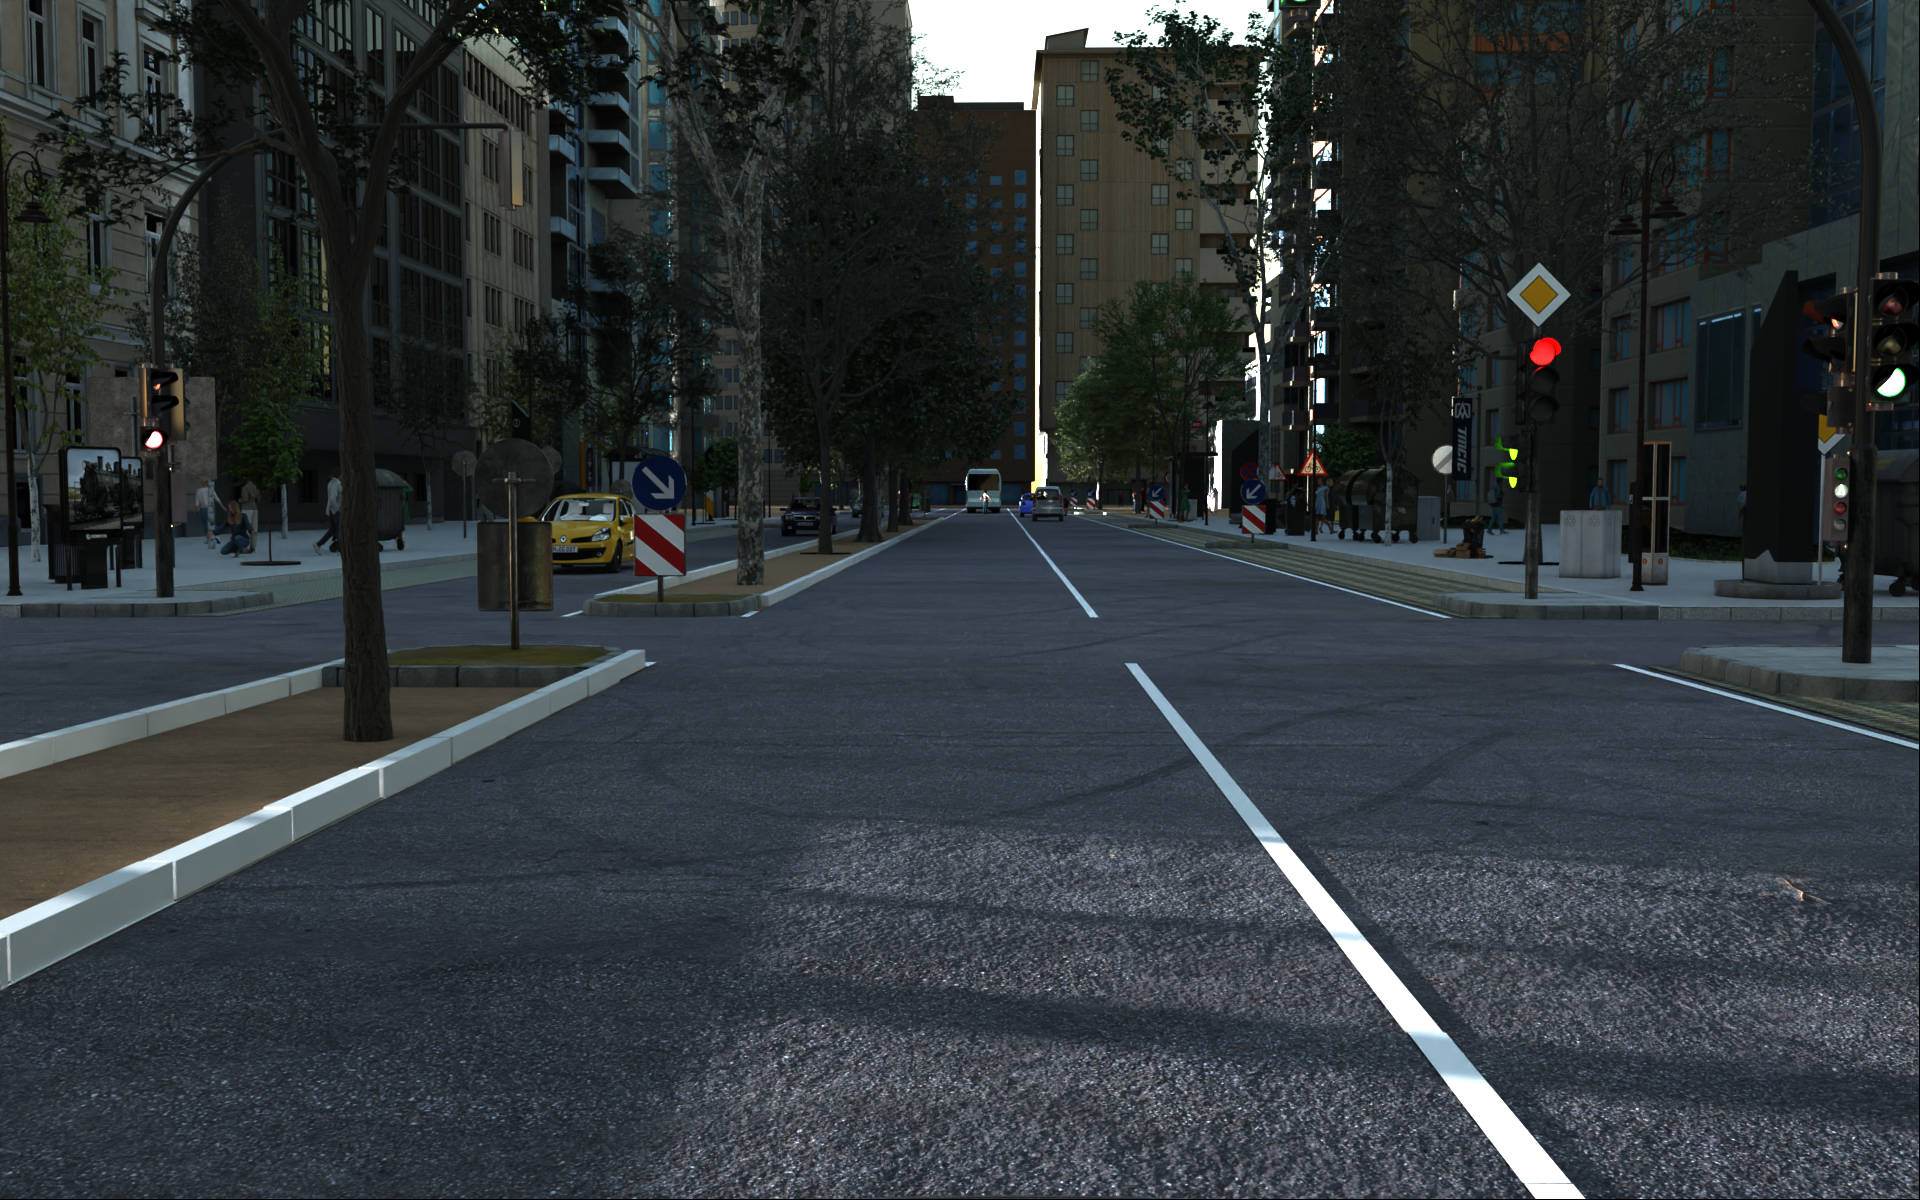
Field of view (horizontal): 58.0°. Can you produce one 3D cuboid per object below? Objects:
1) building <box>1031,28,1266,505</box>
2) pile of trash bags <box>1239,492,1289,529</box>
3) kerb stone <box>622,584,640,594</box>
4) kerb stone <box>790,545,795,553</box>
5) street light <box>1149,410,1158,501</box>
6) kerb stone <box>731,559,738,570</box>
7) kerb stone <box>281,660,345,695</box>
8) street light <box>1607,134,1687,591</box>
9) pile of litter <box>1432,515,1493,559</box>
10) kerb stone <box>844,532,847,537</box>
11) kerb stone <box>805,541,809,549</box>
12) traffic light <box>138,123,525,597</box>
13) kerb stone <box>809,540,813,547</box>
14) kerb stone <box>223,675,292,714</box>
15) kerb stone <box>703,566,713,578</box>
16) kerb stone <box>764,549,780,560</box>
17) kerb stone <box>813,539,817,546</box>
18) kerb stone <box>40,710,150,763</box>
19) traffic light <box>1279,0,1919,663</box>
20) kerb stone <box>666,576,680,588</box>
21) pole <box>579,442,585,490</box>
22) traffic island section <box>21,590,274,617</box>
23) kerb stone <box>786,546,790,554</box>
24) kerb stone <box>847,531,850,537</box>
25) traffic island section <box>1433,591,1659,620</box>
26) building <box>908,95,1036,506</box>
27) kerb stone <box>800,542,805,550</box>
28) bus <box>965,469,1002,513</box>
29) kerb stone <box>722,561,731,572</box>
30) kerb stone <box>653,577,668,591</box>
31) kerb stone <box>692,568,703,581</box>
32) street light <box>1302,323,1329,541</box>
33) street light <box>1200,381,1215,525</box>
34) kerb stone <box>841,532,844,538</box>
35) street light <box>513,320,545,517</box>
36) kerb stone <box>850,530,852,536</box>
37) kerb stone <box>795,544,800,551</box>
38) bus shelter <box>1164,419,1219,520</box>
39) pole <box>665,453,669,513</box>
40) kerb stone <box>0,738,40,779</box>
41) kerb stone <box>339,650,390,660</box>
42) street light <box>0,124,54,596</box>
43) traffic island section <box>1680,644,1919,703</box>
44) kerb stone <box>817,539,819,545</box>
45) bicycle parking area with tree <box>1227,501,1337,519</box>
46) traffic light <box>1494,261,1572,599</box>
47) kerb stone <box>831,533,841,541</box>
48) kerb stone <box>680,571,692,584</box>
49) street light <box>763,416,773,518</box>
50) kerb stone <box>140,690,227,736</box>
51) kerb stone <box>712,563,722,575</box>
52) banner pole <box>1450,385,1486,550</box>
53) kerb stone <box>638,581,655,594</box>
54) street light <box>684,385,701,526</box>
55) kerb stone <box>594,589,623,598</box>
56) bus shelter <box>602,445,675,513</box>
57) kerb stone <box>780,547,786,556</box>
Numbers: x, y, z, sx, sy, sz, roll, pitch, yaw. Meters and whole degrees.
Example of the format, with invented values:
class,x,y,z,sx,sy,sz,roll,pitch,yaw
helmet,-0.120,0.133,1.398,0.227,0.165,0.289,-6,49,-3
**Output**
class,x,y,z,sx,sy,sz,roll,pitch,yaw
building,22.401,-37.670,205.147,27.495,52.752,28.713,0,4,1
pile of trash bags,11.987,-3.416,65.611,1.912,1.369,3.447,2,4,33
kerb stone,-4.545,-0.079,23.528,0.120,0.150,1.000,0,4,1
kerb stone,-4.171,-1.210,41.979,0.120,0.150,1.000,0,4,1
street light,10.645,-7.498,95.386,0.468,5.910,1.993,0,4,1
kerb stone,-4.359,-0.644,32.758,0.120,0.150,1.000,0,4,1
kerb stone,-4.768,0.582,12.728,0.120,0.150,1.000,0,4,1
street light,8.975,-3.058,22.784,0.468,5.910,1.993,0,4,1
pile of litter,10.156,-1.287,35.004,1.176,0.858,1.719,1,4,12
kerb stone,-3.869,-2.087,56.313,0.120,0.150,1.000,0,4,1
kerb stone,-4.102,-1.391,45.050,0.120,0.150,1.000,0,4,1
traffic light,-7.785,-2.860,21.430,4.771,5.953,1.251,0,4,1
kerb stone,-4.082,-1.460,46.071,0.120,0.150,1.000,0,4,1
kerb stone,-4.799,0.649,11.705,0.120,0.150,1.000,0,4,1
kerb stone,-4.420,-0.456,29.682,0.120,0.150,1.000,0,4,1
kerb stone,-4.233,-1.019,38.902,0.120,0.150,1.000,0,4,1
kerb stone,-4.061,-1.520,47.094,0.120,0.150,1.000,0,4,1
kerb stone,-4.837,0.767,9.656,0.120,0.150,1.000,0,4,1
traffic light,4.721,-2.346,13.025,4.771,5.953,1.251,0,4,1
kerb stone,-4.483,-0.269,26.600,0.120,0.150,1.000,0,4,1
pole,-14.692,-4.499,67.410,0.158,3.312,0.155,0,3,0
traffic island section,-9.918,0.043,21.574,2.009,0.180,2.903,0,4,1
kerb stone,-4.192,-1.144,40.947,0.120,0.150,1.000,0,4,1
kerb stone,-3.843,-2.149,57.335,0.120,0.150,1.000,0,4,1
traffic island section,7.020,0.065,21.219,2.009,0.180,2.903,0,4,1
building,1.397,-33.512,198.039,14.200,45.320,14.600,0,4,1
kerb stone,-4.121,-1.335,44.023,0.120,0.150,1.000,0,4,1
bus,1.814,-8.431,132.706,2.948,3.499,13.247,0,4,1
kerb stone,-4.384,-0.579,31.737,0.120,0.150,1.000,0,4,1
kerb stone,-4.509,-0.203,25.578,0.120,0.150,1.000,0,4,1
kerb stone,-4.437,-0.393,28.652,0.120,0.150,1.000,0,4,1
street light,9.609,-4.533,46.906,0.468,5.910,1.993,0,4,1
street light,10.134,-6.009,71.030,0.468,5.910,1.993,0,4,1
kerb stone,-3.890,-2.022,55.289,0.120,0.150,1.000,0,4,1
street light,-11.424,-4.483,46.090,0.468,5.910,1.993,0,4,1
kerb stone,-3.822,-2.205,58.357,0.120,0.150,1.000,0,4,1
kerb stone,-4.147,-1.272,43.001,0.120,0.150,1.000,0,4,1
bus shelter,11.941,-6.911,90.626,2.179,5.291,8.768,0,4,1
pole,-14.479,-5.607,85.518,0.158,3.312,0.155,0,3,0
kerb stone,-4.852,0.829,8.634,0.120,0.150,1.000,0,4,1
kerb stone,-4.748,0.517,13.749,0.120,0.150,1.000,0,4,1
street light,-11.954,-2.993,21.725,0.468,5.910,1.993,0,4,1
traffic island section,6.854,0.553,13.236,2.009,0.180,2.903,0,4,1
kerb stone,-4.051,-1.585,48.118,0.120,0.150,1.000,0,4,1
bicycle parking area with tree,17.848,-6.337,90.606,8.231,4.147,9.016,1,4,19
traffic light,6.980,-1.969,21.106,0.839,4.253,0.868,0,4,1
kerb stone,-3.915,-1.959,54.267,0.120,0.150,1.000,0,4,1
kerb stone,-4.462,-0.332,27.622,0.120,0.150,1.000,0,4,1
street light,-10.426,-7.456,94.688,0.468,5.910,1.993,0,4,1
kerb stone,-4.815,0.704,10.677,0.120,0.150,1.000,0,4,1
kerb stone,-4.398,-0.521,30.712,0.120,0.150,1.000,0,4,1
banner pole,11.643,-3.036,39.661,0.863,3.779,0.401,0,4,-6
kerb stone,-4.525,-0.142,24.550,0.120,0.150,1.000,0,4,1
street light,-10.854,-5.969,70.380,0.468,5.910,1.993,0,4,1
kerb stone,-4.575,-0.019,22.503,0.120,0.150,1.000,0,4,1
bus shelter,-13.733,-4.914,74.262,2.014,3.302,5.546,0,4,1
kerb stone,-4.200,-1.084,39.924,0.120,0.150,1.000,0,4,1
